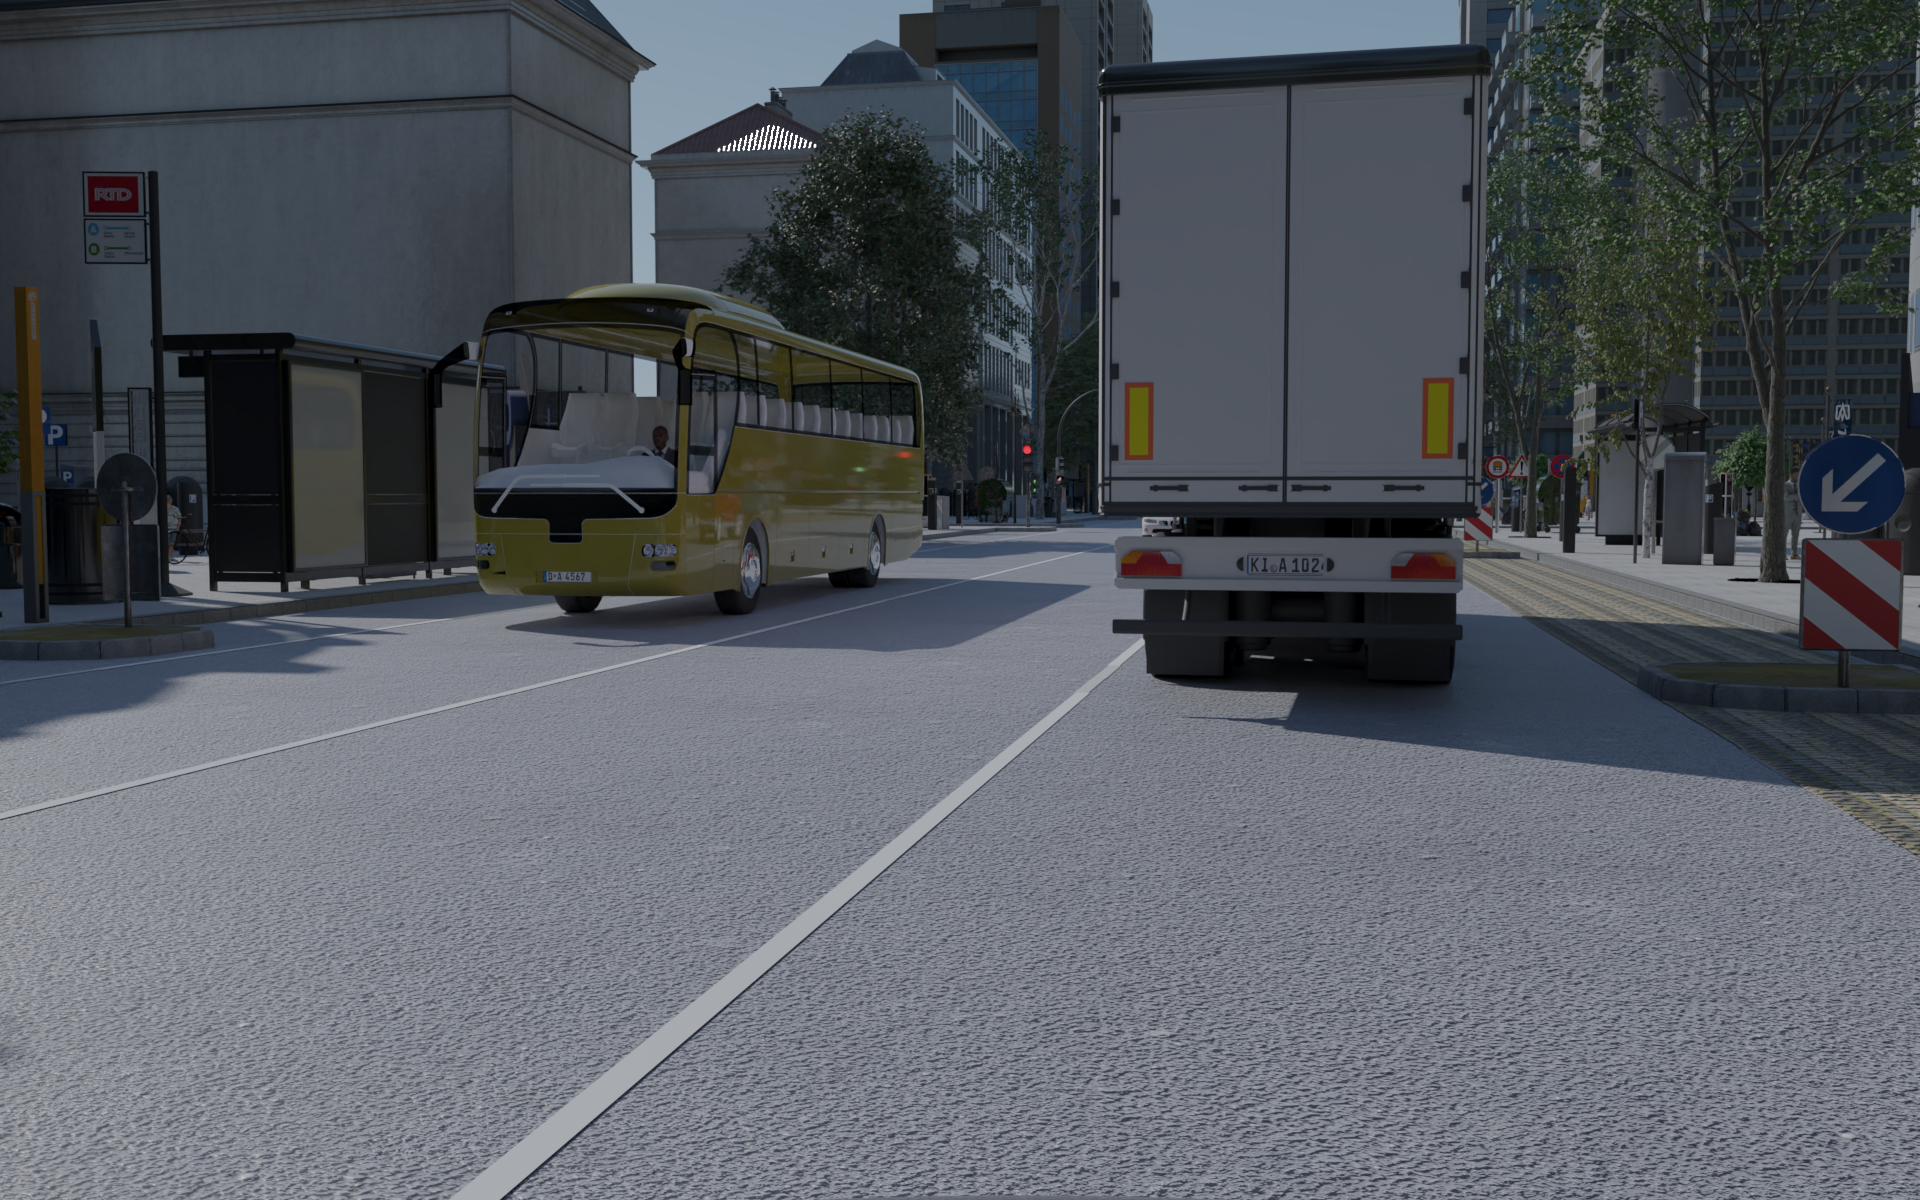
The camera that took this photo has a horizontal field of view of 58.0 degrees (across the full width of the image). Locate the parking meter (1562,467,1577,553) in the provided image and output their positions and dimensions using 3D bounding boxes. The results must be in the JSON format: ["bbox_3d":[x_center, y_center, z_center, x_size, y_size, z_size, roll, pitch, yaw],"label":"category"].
[{"bbox_3d":[13.294,-1.961,37.767,0.255,1.863,0.399,1,4,18],"label":"parking meter"}]

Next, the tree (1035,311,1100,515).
[{"bbox_3d":[8.210,-11.576,107.395,7.486,12.596,7.792,0,3,0],"label":"tree"}]

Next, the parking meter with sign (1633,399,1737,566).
[{"bbox_3d":[13.178,-2.153,31.470,1.738,3.016,0.543,2,4,28],"label":"parking meter with sign"}]

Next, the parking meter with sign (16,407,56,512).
[{"bbox_3d":[-18.875,-2.382,35.205,0.543,3.016,1.738,-2,4,-35],"label":"parking meter with sign"}]

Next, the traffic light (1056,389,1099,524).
[{"bbox_3d":[6.349,-6.093,74.289,4.771,5.953,1.251,1,4,12],"label":"traffic light"}]

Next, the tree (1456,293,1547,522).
[{"bbox_3d":[23.590,-8.922,80.285,7.601,10.594,8.767,1,4,13],"label":"tree"}]

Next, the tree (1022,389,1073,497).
[{"bbox_3d":[6.299,-10.457,121.342,4.737,8.622,4.395,0,3,0],"label":"tree"}]

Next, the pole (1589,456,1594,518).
[{"bbox_3d":[33.877,-6.060,92.920,0.158,3.312,0.155,0,3,0],"label":"pole"}]

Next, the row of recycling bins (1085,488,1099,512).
[{"bbox_3d":[9.476,-7.079,122.859,1.069,1.692,3.534,1,4,14],"label":"row of recycling bins"}]

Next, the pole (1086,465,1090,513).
[{"bbox_3d":[8.554,-7.462,115.841,0.158,3.312,0.155,0,3,0],"label":"pole"}]

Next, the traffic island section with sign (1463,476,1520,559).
[{"bbox_3d":[11.546,-1.869,39.189,1.989,1.847,2.006,1,4,12],"label":"traffic island section with sign"}]

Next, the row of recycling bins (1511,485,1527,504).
[{"bbox_3d":[26.297,-4.361,78.414,3.534,1.692,1.069,-2,4,-35],"label":"row of recycling bins"}]

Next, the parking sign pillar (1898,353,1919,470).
[{"bbox_3d":[18.494,-2.760,33.603,1.447,3.967,1.447,2,4,33],"label":"parking sign pillar"}]

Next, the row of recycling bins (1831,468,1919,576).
[{"bbox_3d":[15.526,-1.226,27.166,1.069,1.692,3.534,-3,5,-43],"label":"row of recycling bins"}]

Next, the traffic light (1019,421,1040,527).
[{"bbox_3d":[2.653,-4.767,66.864,0.839,4.253,0.868,1,4,12],"label":"traffic light"}]

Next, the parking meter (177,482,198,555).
[{"bbox_3d":[-16.223,-1.711,36.384,0.372,1.533,0.369,0,3,0],"label":"parking meter"}]

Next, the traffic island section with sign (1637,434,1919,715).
[{"bbox_3d":[5.913,-0.217,12.179,1.989,1.847,2.006,1,4,12],"label":"traffic island section with sign"}]

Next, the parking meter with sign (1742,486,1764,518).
[{"bbox_3d":[43.240,-6.025,94.773,0.543,3.016,1.738,-3,4,-37],"label":"parking meter with sign"}]

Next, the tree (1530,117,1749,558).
[{"bbox_3d":[13.746,-5.157,34.675,4.737,8.622,4.395,0,3,0],"label":"tree"}]

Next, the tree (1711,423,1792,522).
[{"bbox_3d":[36.264,-5.811,78.723,4.285,4.588,4.351,0,3,0],"label":"tree"}]

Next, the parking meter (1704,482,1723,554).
[{"bbox_3d":[16.075,-1.749,37.002,0.372,1.533,0.369,0,3,0],"label":"parking meter"}]

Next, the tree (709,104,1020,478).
[{"bbox_3d":[-2.756,-8.216,51.344,9.611,12.733,9.660,0,3,0],"label":"tree"}]

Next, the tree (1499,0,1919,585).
[{"bbox_3d":[11.640,-6.061,24.849,9.928,11.665,9.643,0,3,0],"label":"tree"}]

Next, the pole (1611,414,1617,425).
[{"bbox_3d":[16.787,-3.096,44.460,0.158,3.312,0.155,0,3,0],"label":"pole"}]

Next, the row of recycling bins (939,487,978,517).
[{"bbox_3d":[0.451,-5.636,99.260,3.534,1.692,1.069,1,4,18],"label":"row of recycling bins"}]

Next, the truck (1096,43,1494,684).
[{"bbox_3d":[3.411,-1.689,16.521,2.839,4.237,11.283,1,4,14],"label":"truck"}]

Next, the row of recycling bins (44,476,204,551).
[{"bbox_3d":[-18.997,-1.957,39.117,3.534,1.692,1.069,-1,4,-17],"label":"row of recycling bins"}]

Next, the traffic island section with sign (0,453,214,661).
[{"bbox_3d":[-8.043,-0.444,15.892,1.989,1.847,2.006,1,4,12],"label":"traffic island section with sign"}]

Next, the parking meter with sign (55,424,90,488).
[{"bbox_3d":[-22.447,-2.920,43.997,0.543,3.016,1.738,0,4,3],"label":"parking meter with sign"}]

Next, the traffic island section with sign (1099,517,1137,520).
[{"bbox_3d":[8.920,-5.420,97.250,1.989,1.847,2.006,1,4,12],"label":"traffic island section with sign"}]

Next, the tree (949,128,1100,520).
[{"bbox_3d":[4.905,-14.193,87.943,12.611,20.169,13.585,0,3,0],"label":"tree"}]

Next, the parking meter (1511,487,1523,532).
[{"bbox_3d":[18.902,-3.078,58.737,0.372,1.533,0.369,0,3,0],"label":"parking meter"}]

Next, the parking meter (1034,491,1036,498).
[{"bbox_3d":[5.096,-6.548,115.466,0.372,1.533,0.369,0,3,0],"label":"parking meter"}]

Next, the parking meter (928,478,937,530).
[{"bbox_3d":[-0.982,-3.421,61.648,0.255,1.863,0.399,1,4,14],"label":"parking meter"}]

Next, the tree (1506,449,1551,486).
[{"bbox_3d":[39.103,-8.240,118.442,4.285,4.588,4.351,0,3,0],"label":"tree"}]

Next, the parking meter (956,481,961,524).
[{"bbox_3d":[-0.032,-4.223,74.755,0.255,1.863,0.399,0,4,4],"label":"parking meter"}]

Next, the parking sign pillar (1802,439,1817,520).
[{"bbox_3d":[42.146,-5.899,84.929,1.447,3.967,1.447,-1,4,-22],"label":"parking sign pillar"}]

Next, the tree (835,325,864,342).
[{"bbox_3d":[-4.835,-7.064,65.855,4.737,8.622,4.395,0,3,0],"label":"tree"}]

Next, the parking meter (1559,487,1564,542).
[{"bbox_3d":[16.396,-2.347,46.783,0.372,1.533,0.369,0,3,0],"label":"parking meter"}]

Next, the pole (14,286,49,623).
[{"bbox_3d":[-9.206,-1.427,17.172,0.158,3.312,0.155,0,3,0],"label":"pole"}]

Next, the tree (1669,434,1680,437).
[{"bbox_3d":[37.492,-6.573,91.183,4.285,4.588,4.351,0,3,0],"label":"tree"}]

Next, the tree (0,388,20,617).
[{"bbox_3d":[-10.521,-1.409,17.643,1.663,3.219,1.824,0,3,0],"label":"tree"}]
